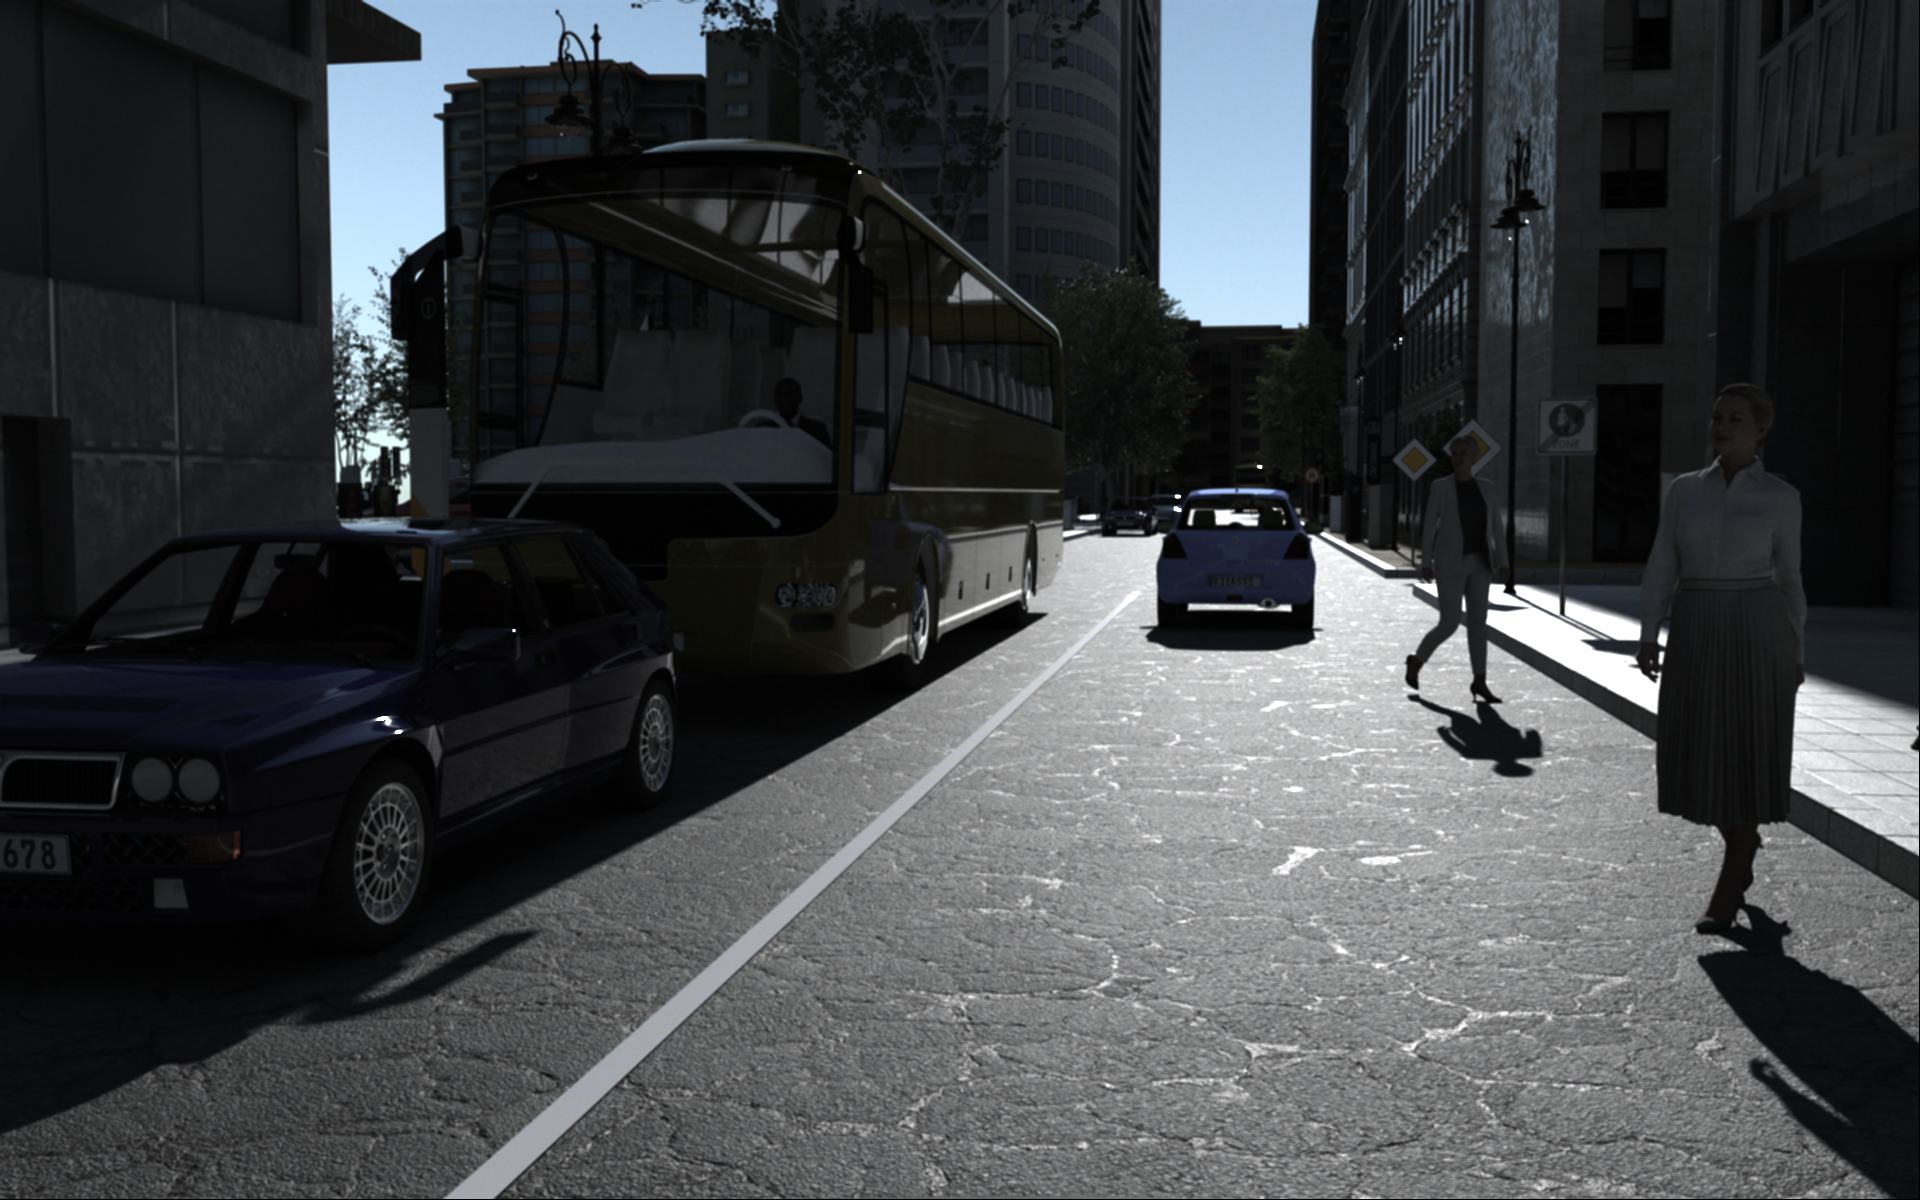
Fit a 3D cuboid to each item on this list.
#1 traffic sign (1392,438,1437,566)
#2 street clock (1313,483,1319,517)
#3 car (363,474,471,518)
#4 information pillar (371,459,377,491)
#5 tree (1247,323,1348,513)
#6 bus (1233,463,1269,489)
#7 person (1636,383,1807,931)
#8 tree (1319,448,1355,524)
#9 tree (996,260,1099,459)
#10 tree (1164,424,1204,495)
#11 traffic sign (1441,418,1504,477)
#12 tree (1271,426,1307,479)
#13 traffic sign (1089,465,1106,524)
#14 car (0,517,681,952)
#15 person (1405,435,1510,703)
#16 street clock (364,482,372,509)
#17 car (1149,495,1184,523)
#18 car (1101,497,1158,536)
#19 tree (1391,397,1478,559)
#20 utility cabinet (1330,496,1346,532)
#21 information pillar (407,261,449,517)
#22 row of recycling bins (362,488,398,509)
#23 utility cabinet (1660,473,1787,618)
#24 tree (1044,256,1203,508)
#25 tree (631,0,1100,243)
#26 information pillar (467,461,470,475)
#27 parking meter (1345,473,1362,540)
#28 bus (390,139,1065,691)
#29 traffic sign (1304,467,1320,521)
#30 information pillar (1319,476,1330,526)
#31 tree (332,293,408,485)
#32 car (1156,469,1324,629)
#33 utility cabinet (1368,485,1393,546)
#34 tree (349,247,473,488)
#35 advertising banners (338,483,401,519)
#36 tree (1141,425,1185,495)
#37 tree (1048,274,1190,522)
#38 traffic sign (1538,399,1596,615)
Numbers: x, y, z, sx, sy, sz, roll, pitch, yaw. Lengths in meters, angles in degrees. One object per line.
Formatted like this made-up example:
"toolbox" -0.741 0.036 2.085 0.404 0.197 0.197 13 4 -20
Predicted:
"traffic sign" 8.095 -1.668 30.906 0.795 2.450 0.064 1 4 9
"street clock" 20.200 -5.735 98.330 0.358 2.002 0.471 0 4 -6
"car" -8.206 -1.308 30.067 5.304 1.827 2.281 1 4 10
"information pillar" -38.736 -7.534 114.540 0.504 3.616 0.183 2 4 31
"tree" 22.887 -12.014 114.557 7.486 12.596 7.792 0 3 0
"bus" 23.128 -8.946 137.820 2.896 3.916 12.252 1 4 10
"person" 2.614 0.175 5.872 0.641 1.798 0.478 -3 5 -43
"tree" 15.855 -4.824 73.477 1.663 3.219 1.824 0 3 0
"tree" 2.090 -6.333 53.901 4.737 8.622 4.395 0 3 0
"tree" 22.875 -13.936 178.209 4.360 8.622 3.978 0 3 0
"traffic sign" 6.795 -1.186 23.027 0.795 2.450 0.064 1 4 9
"tree" 34.454 -14.141 181.567 4.737 8.622 4.395 0 3 0
"traffic sign" 5.924 -4.568 74.798 0.768 2.556 0.104 1 4 12
"car" -2.430 0.356 6.754 1.945 1.354 3.894 1 4 10
"person" 3.487 -0.232 12.167 0.514 1.842 0.818 -2 4 -29
"street clock" -35.018 -5.993 102.559 0.471 2.002 0.358 2 4 35
"car" 8.576 -3.686 72.262 2.014 1.417 4.499 1 4 10
"car" 5.953 -2.936 60.588 1.945 1.354 3.894 1 4 11
"tree" 9.734 -2.439 34.486 1.663 3.219 1.824 0 3 0
"utility cabinet" 12.896 -2.917 58.861 0.306 1.237 1.020 -1 4 -9
"information pillar" -5.141 -1.555 16.781 0.504 3.616 0.183 2 4 34
"row of recycling bins" -37.986 -6.405 111.828 1.069 1.692 3.534 3 5 39
"utility cabinet" 7.800 -0.553 17.714 1.173 1.500 0.318 0 4 -3
"tree" 8.072 -11.331 91.911 9.857 13.997 8.962 0 3 0
"tree" -1.831 -11.364 41.696 12.611 20.169 13.585 0 3 0
"information pillar" -31.995 -7.448 113.128 0.504 3.616 0.183 3 4 39
"parking meter" 11.009 -2.613 48.432 0.399 1.863 0.255 -1 4 -20
"bus" -0.928 -1.493 15.966 2.896 3.916 12.252 1 4 10
"traffic sign" 16.658 -5.010 82.017 0.768 2.556 0.104 1 4 13
"information pillar" 14.721 -4.002 69.931 0.304 2.012 0.304 -1 4 -10
"tree" -22.257 -6.886 62.944 4.360 8.622 3.978 0 3 0
"car" 3.191 -0.628 19.861 1.945 1.707 3.694 1 4 10
"utility cabinet" 10.360 -2.072 42.557 0.318 1.500 1.173 2 4 33
"tree" -15.894 -6.189 51.546 4.737 8.622 4.395 0 3 0
"advertising banners" -8.530 -1.718 24.278 0.090 3.025 2.074 1 4 19
"tree" 14.982 -11.081 131.538 4.737 8.622 4.395 0 3 0
"tree" 6.868 -9.494 80.976 9.928 11.665 9.643 0 3 0
"traffic sign" 6.393 -0.990 18.318 0.606 2.300 0.079 1 4 11
